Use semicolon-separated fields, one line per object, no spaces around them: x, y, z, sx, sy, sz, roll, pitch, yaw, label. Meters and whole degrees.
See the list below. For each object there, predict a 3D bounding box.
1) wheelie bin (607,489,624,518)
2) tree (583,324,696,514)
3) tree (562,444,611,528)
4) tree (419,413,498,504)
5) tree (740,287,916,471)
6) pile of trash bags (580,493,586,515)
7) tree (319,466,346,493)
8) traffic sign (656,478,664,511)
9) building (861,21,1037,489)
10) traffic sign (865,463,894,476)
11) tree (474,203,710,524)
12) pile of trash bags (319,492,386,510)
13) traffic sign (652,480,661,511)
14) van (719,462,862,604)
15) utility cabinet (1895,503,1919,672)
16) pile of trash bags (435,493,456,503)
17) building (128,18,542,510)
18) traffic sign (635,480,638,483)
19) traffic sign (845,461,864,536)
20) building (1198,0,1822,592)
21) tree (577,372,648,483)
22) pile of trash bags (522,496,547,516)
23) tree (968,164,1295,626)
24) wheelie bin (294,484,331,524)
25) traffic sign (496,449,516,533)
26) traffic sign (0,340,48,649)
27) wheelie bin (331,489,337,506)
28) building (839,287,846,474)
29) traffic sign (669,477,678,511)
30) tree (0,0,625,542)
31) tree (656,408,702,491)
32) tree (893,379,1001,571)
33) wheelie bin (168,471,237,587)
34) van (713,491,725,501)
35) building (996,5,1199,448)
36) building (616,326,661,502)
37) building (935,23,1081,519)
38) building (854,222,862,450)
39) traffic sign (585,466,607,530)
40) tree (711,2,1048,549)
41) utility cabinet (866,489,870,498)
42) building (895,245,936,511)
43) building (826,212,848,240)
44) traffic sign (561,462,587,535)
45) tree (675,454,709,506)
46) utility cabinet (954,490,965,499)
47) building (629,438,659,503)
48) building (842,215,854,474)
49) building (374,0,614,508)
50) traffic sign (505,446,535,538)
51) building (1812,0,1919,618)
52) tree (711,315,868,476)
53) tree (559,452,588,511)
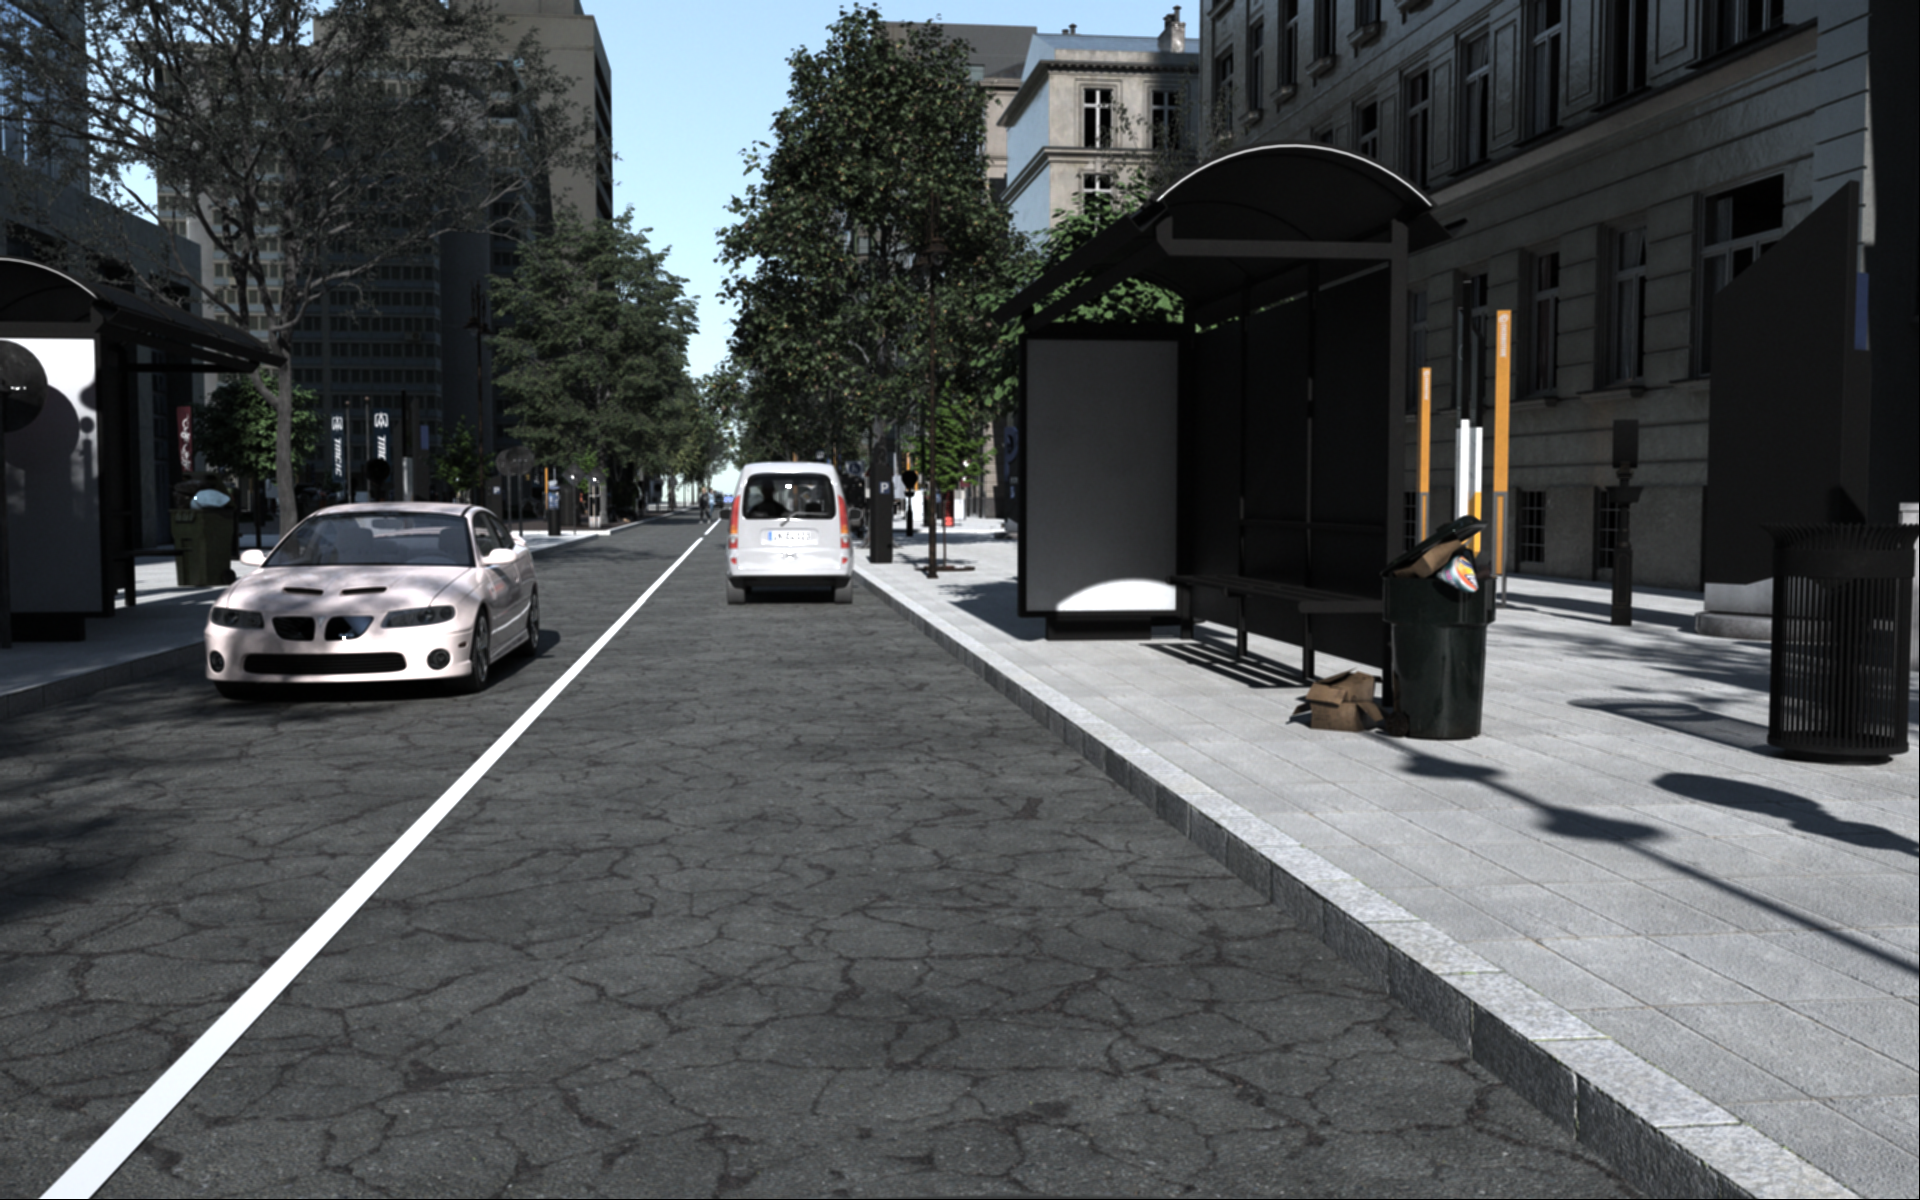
-17.741;-4.980;89.332;0.980;1.594;0.693;-1;4;-23;wheelie bin
-20.399;-11.743;110.127;7.486;12.596;7.792;0;3;0;tree
-14.153;-4.396;66.482;1.663;3.219;1.824;0;3;0;tree
-11.835;-2.871;41.548;1.663;3.219;1.824;0;3;0;tree
-5.013;-8.471;72.916;7.601;10.594;8.767;-3;4;-36;tree
-23.985;-6.022;108.210;3.447;1.369;1.912;-2;4;-31;pile of trash bags
-39.269;-6.934;107.968;1.663;3.219;1.824;0;3;0;tree
-23.465;-8.258;135.120;0.768;2.556;0.104;0;4;-5;traffic sign
-1.039;-28.816;154.728;14.154;41.232;14.086;0;4;-7;building
-2.396;-3.162;51.708;0.884;2.594;0.081;0;4;1;traffic sign
-15.735;-10.298;75.034;9.857;13.997;8.962;0;3;0;tree
-28.278;-4.297;80.010;3.447;1.369;1.912;1;4;12;pile of trash bags
-22.458;-7.713;128.235;0.606;2.300;0.079;0;4;-7;traffic sign
-2.340;-1.033;23.901;2.013;2.044;4.112;0;4;-5;van
7.296;-0.076;12.397;1.020;1.237;0.306;2;4;34;utility cabinet
-31.454;-5.852;105.433;1.912;1.369;3.447;0;4;3;pile of trash bags
-48.856;-27.753;145.637;32.217;40.220;23.993;0;4;-7;building
-24.055;-7.822;127.887;0.884;2.594;0.081;0;4;1;traffic sign
-3.213;-3.110;52.980;0.606;2.300;0.079;0;4;2;traffic sign
15.445;-12.284;34.127;16.112;22.955;30.059;0;4;-7;building
-18.029;-8.584;90.704;4.360;8.622;3.978;0;3;0;tree
-24.369;-5.620;101.634;3.447;1.369;1.912;3;4;38;pile of trash bags
1.809;-2.056;17.337;4.285;4.588;4.351;0;3;0;tree
-19.597;-2.694;51.947;0.693;1.594;0.980;2;4;31;wheelie bin
-12.789;-2.999;49.148;0.768;2.556;0.104;0;3;0;traffic sign
-7.931;-0.870;14.324;0.768;2.556;0.104;0;4;-4;traffic sign
-36.784;-5.694;101.011;0.980;1.594;0.693;0;4;8;wheelie bin
-11.975;-28.515;237.919;14.160;30.474;14.107;0;4;-7;building
-22.039;-8.119;132.847;0.768;2.556;0.104;0;4;0;traffic sign
-10.426;-7.081;26.151;12.009;13.543;11.850;0;3;0;tree
-23.661;-11.795;143.217;4.737;8.622;4.395;0;3;0;tree
-0.127;-2.112;29.128;1.663;3.219;1.824;0;3;0;tree
-10.561;-0.994;24.166;0.980;1.594;0.693;1;4;23;wheelie bin
-31.672;-13.415;226.341;2.013;2.044;4.112;0;4;-7;van
19.901;-16.021;81.026;34.723;24.649;14.460;0;4;-7;building
-56.823;-31.430;285.575;14.160;30.474;14.107;0;4;-7;building
5.425;-18.655;102.268;12.463;27.353;25.104;0;4;-7;building
-3.383;-29.684;168.921;14.154;41.232;14.086;0;4;-7;building
-13.055;-3.578;62.145;0.795;2.450;0.064;0;4;-7;traffic sign
-1.809;-7.564;40.683;9.611;12.733;9.660;0;3;0;tree
-3.900;-3.781;70.491;0.318;1.500;1.173;3;4;39;utility cabinet
2.108;-17.453;127.156;13.314;21.916;24.055;0;4;-7;building
-10.645;-43.870;259.272;21.231;58.520;28.212;0;4;-7;building
-12.068;-3.093;54.220;0.795;2.450;0.064;0;4;-7;traffic sign
-29.541;-14.529;187.912;4.360;8.622;3.978;0;3;0;tree
-0.156;-4.971;89.955;0.318;1.500;1.173;-2;4;-33;utility cabinet
-60.487;-25.563;262.999;27.650;21.520;28.899;0;4;-7;building
-1.601;-35.005;191.947;23.786;49.044;30.456;0;4;-7;building
-45.361;-33.336;168.745;21.300;48.544;21.600;0;4;-7;building
-11.567;-2.780;45.566;0.768;2.556;0.104;0;4;-6;traffic sign
16.248;-13.848;3.913;11.434;29.767;29.804;0;4;-7;building
-9.387;-11.503;98.440;12.009;13.543;11.850;0;3;0;tree
-29.267;-9.116;132.762;4.285;4.588;4.351;0;3;0;tree
